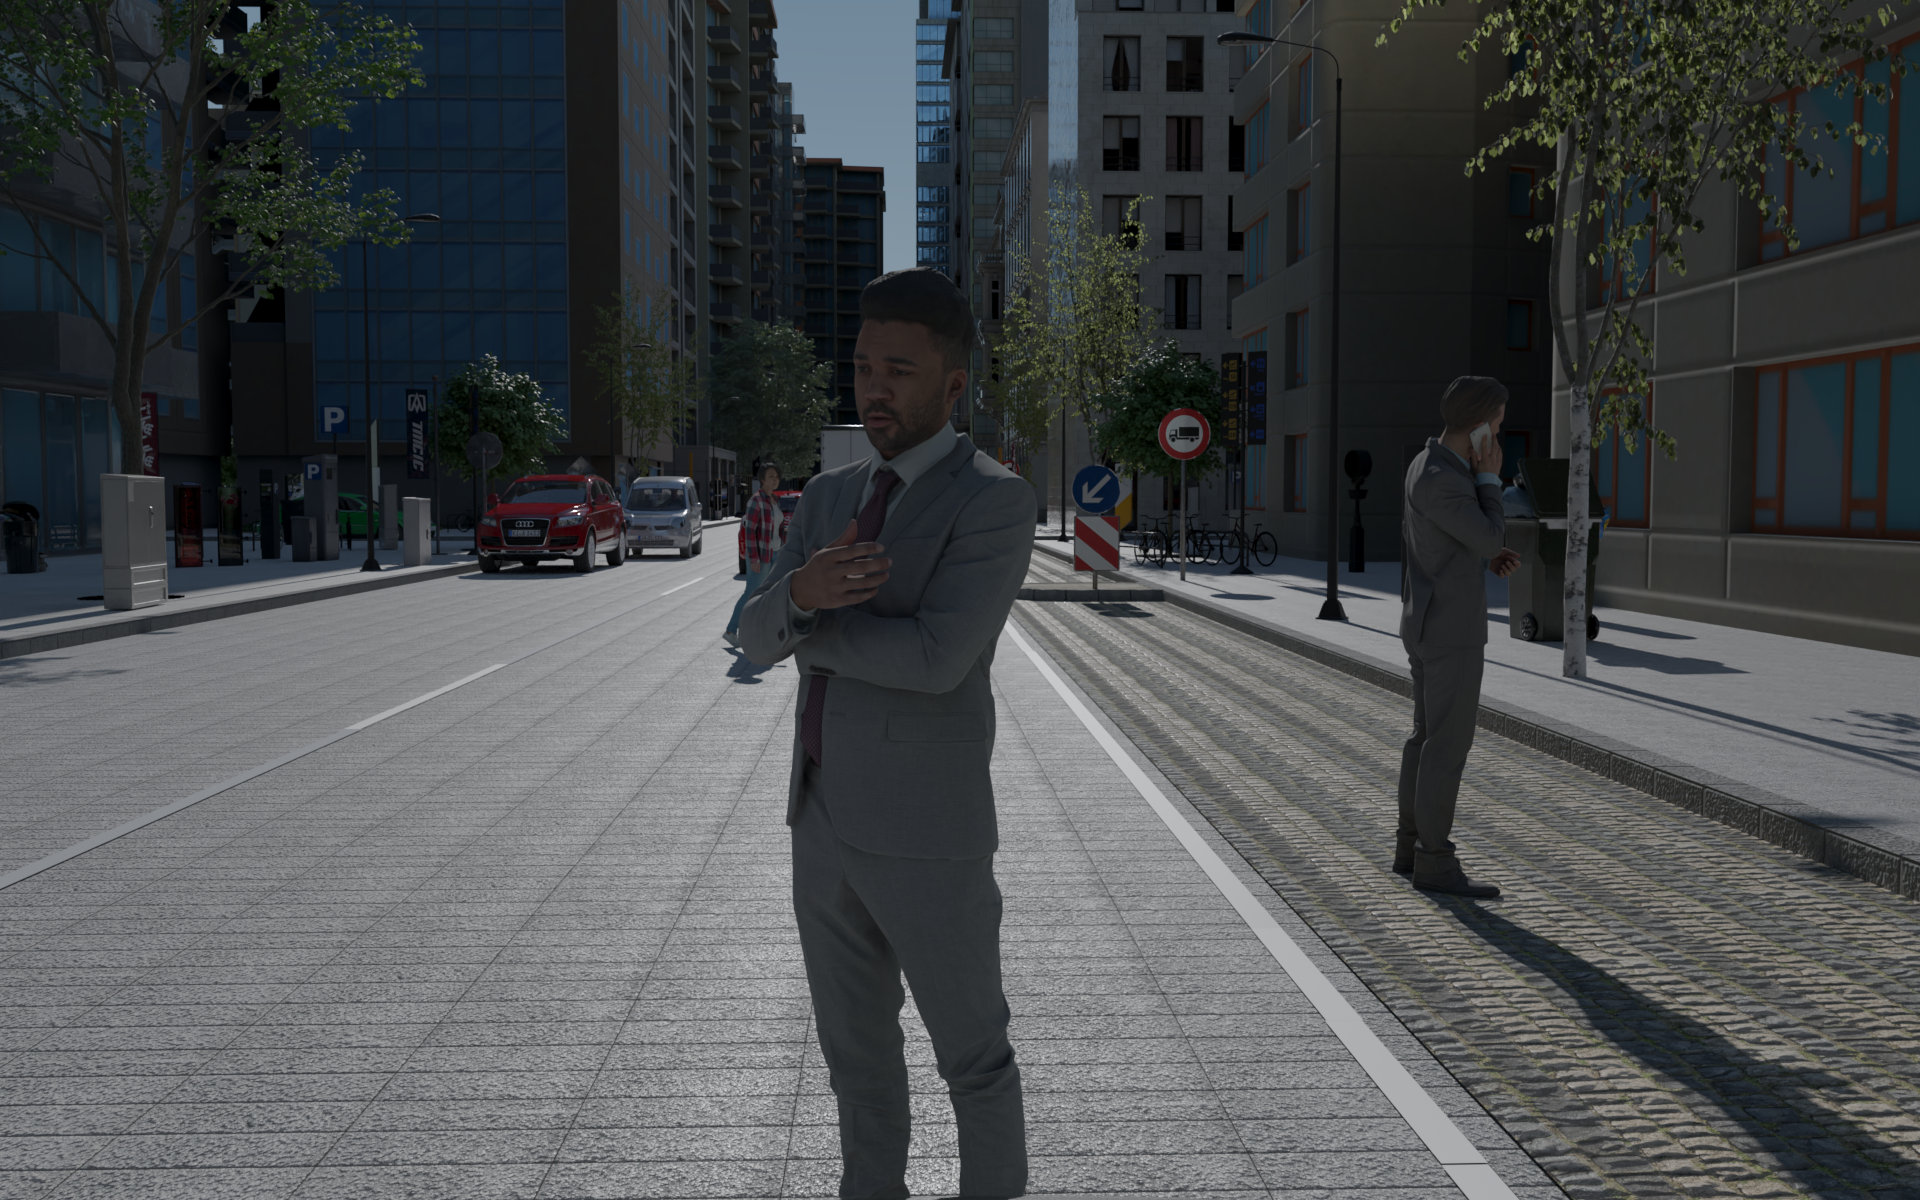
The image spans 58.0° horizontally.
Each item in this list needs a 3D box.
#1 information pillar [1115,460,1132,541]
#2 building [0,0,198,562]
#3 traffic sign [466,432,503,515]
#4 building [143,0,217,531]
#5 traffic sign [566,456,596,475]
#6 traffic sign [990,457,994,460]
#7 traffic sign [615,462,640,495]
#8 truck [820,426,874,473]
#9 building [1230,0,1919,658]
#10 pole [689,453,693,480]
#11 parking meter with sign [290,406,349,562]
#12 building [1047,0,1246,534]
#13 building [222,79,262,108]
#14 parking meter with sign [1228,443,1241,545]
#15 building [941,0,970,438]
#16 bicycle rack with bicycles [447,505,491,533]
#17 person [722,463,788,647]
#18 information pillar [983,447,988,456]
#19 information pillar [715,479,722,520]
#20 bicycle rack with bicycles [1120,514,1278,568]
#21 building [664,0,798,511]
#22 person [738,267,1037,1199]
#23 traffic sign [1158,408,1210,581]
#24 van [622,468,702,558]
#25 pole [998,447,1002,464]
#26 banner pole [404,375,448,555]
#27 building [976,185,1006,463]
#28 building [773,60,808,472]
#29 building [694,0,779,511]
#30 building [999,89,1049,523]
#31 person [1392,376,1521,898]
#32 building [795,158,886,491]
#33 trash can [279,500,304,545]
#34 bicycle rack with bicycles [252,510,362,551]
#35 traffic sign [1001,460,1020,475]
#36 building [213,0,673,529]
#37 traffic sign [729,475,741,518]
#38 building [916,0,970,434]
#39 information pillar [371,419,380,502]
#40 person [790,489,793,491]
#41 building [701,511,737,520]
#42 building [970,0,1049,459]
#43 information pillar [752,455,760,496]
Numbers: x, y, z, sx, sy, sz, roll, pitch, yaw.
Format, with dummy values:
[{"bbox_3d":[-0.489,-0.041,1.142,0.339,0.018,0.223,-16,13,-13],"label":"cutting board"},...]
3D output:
[{"bbox_3d":[4.438,-3.408,47.079,0.504,3.616,0.183,2,4,31],"label":"information pillar"},{"bbox_3d":[-32.135,-25.162,31.012,30.456,49.044,23.786,0,4,-2],"label":"building"},{"bbox_3d":[-9.791,-2.174,35.648,0.768,2.556,0.104,0,4,2],"label":"traffic sign"},{"bbox_3d":[-34.487,-25.065,59.929,14.200,45.320,14.600,0,4,-2],"label":"building"},{"bbox_3d":[-10.066,-2.594,46.051,0.795,2.450,0.064,0,4,-2],"label":"traffic sign"},{"bbox_3d":[0.821,-2.617,46.437,0.795,2.450,0.064,0,4,-2],"label":"traffic sign"},{"bbox_3d":[-10.366,-3.082,54.030,0.795,2.450,0.064,0,4,-2],"label":"traffic sign"},{"bbox_3d":[-4.499,-5.351,76.395,2.839,4.237,11.283,0,4,0],"label":"truck"},{"bbox_3d":[20.834,-11.132,27.045,27.650,21.520,28.899,0,4,-2],"label":"building"},{"bbox_3d":[-13.265,-5.605,85.482,0.158,3.312,0.155,0,3,0],"label":"pole"},{"bbox_3d":[-12.349,-2.270,33.371,0.543,3.016,1.738,0,4,2],"label":"parking meter with sign"},{"bbox_3d":[11.921,-12.573,60.314,16.860,20.320,10.420,0,4,-2],"label":"building"},{"bbox_3d":[-76.848,-38.869,224.744,27.495,52.752,28.713,0,4,-2],"label":"building"},{"bbox_3d":[7.023,-2.887,43.463,0.543,3.016,1.738,1,4,18],"label":"parking meter with sign"},{"bbox_3d":[12.642,-36.774,190.491,28.713,52.752,27.495,0,4,-2],"label":"building"},{"bbox_3d":[-15.872,-2.728,57.981,2.925,0.926,2.852,2,4,29],"label":"bicycle rack with bicycles"},{"bbox_3d":[-1.875,-0.425,16.284,0.643,1.720,0.563,1,4,21],"label":"person"},{"bbox_3d":[1.206,-5.810,86.350,0.504,3.616,0.183,3,5,42],"label":"information pillar"},{"bbox_3d":[-11.957,-4.945,85.342,0.304,2.012,0.304,2,4,32],"label":"information pillar"},{"bbox_3d":[3.971,-1.091,31.214,2.852,0.926,2.925,-2,4,-23],"label":"bicycle rack with bicycles"},{"bbox_3d":[-26.263,-44.556,166.745,20.563,71.187,20.611,0,4,-2],"label":"building"},{"bbox_3d":[-0.135,0.356,2.866,0.511,1.800,0.466,2,4,26],"label":"person"},{"bbox_3d":[3.310,-1.562,25.642,0.768,2.556,0.104,0,4,2],"label":"traffic sign"},{"bbox_3d":[-6.904,-2.011,39.894,2.013,2.044,4.112,0,4,-4],"label":"van"},{"bbox_3d":[1.767,-5.013,75.811,0.158,3.312,0.155,0,3,0],"label":"pole"},{"bbox_3d":[-11.216,-2.835,36.362,0.863,3.779,0.401,-3,4,-36],"label":"banner pole"},{"bbox_3d":[8.347,-17.942,112.438,14.460,24.649,34.723,0,4,-2],"label":"building"},{"bbox_3d":[-32.407,-34.958,191.176,30.456,49.044,23.786,0,4,-2],"label":"building"},{"bbox_3d":[-26.392,-29.836,142.448,22.147,44.769,28.867,0,4,-2],"label":"building"},{"bbox_3d":[7.358,-14.436,85.175,9.793,20.994,18.267,0,4,-2],"label":"building"},{"bbox_3d":[1.820,0.123,6.299,0.447,1.846,0.655,0,4,1],"label":"person"},{"bbox_3d":[-23.964,-34.793,223.487,28.867,44.769,22.147,0,4,-2],"label":"building"},{"bbox_3d":[-16.813,-1.962,43.735,0.748,1.137,0.748,0,3,0],"label":"trash can"},{"bbox_3d":[-15.138,-1.630,40.032,2.852,0.926,2.925,-1,4,-16],"label":"bicycle rack with bicycles"},{"bbox_3d":[1.843,-3.953,64.745,0.768,2.556,0.104,0,4,-1],"label":"traffic sign"},{"bbox_3d":[-19.433,-25.598,68.640,14.600,45.320,14.200,0,4,-2],"label":"building"},{"bbox_3d":[-11.892,-5.466,91.501,0.606,2.300,0.079,0,4,6],"label":"traffic sign"},{"bbox_3d":[5.928,-55.731,223.871,31.000,86.520,22.319,0,4,-2],"label":"building"},{"bbox_3d":[-18.252,-3.828,53.943,0.504,3.616,0.183,2,4,32],"label":"information pillar"},{"bbox_3d":[-11.753,-6.876,121.113,0.537,1.800,0.526,1,4,11],"label":"person"},{"bbox_3d":[-23.184,-40.164,94.936,20.563,71.187,20.611,0,4,-2],"label":"building"},{"bbox_3d":[7.764,-27.971,140.914,14.154,41.232,14.086,0,4,-2],"label":"building"},{"bbox_3d":[-12.356,-6.958,105.118,0.504,3.616,0.183,1,4,11],"label":"information pillar"}]
